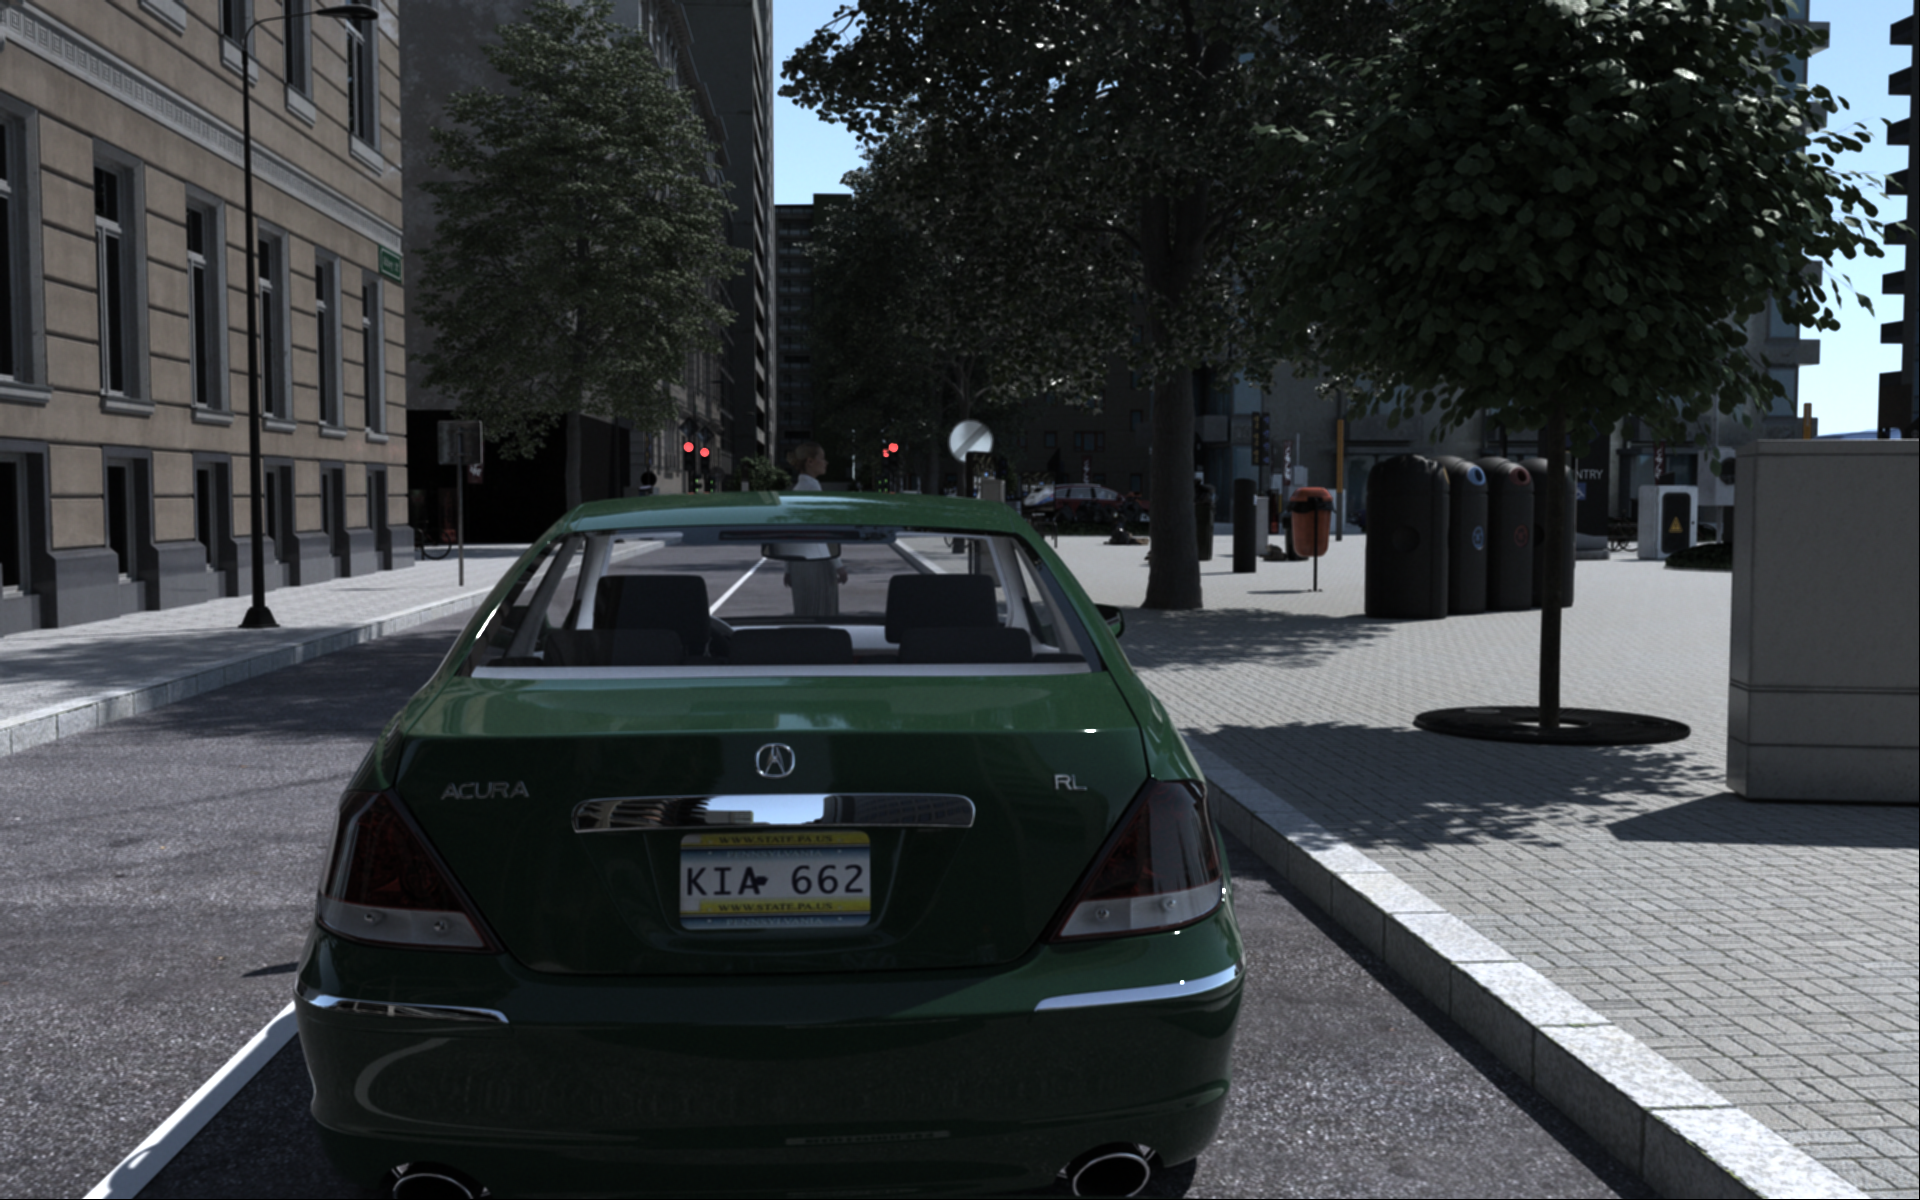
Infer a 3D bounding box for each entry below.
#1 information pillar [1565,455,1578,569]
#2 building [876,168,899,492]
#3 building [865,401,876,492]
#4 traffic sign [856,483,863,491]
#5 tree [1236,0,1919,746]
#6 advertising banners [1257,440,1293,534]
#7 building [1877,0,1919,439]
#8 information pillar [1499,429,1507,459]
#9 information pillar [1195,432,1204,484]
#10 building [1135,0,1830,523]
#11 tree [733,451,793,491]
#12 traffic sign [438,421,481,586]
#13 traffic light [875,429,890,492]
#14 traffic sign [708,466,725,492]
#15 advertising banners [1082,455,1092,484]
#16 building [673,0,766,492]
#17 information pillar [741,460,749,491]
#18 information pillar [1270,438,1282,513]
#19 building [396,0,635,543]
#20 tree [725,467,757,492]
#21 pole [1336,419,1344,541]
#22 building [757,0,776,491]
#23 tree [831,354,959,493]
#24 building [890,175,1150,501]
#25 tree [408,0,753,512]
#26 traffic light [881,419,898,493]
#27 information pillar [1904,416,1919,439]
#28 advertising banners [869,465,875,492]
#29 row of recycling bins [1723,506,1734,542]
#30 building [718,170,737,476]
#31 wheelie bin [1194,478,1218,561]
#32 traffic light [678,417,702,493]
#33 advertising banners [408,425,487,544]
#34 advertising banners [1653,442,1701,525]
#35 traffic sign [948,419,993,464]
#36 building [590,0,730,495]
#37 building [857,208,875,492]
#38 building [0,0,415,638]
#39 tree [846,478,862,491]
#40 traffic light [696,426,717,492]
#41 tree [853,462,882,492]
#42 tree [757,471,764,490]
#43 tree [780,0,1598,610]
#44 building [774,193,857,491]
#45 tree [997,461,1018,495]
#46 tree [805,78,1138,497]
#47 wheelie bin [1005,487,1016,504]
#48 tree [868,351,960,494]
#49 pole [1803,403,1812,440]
[{"bbox_3d":[10.374,-1.545,29.755,0.304,2.012,0.304,-1,4,-17],"label":"information pillar"},{"bbox_3d":[-0.646,-23.487,155.721,14.160,30.474,14.107,0,4,-4],"label":"building"},{"bbox_3d":[4.601,-20.397,178.531,27.650,21.520,28.899,0,4,-4],"label":"building"},{"bbox_3d":[-8.145,-8.635,141.290,0.768,2.556,0.104,0,4,-2],"label":"traffic sign"},{"bbox_3d":[3.285,-1.566,9.315,4.285,4.588,4.351,0,3,0],"label":"tree"},{"bbox_3d":[10.033,-3.622,55.407,2.074,3.025,0.090,-3,5,-43],"label":"advertising banners"},{"bbox_3d":[54.503,-26.358,81.061,14.200,45.320,14.600,0,4,-4],"label":"building"},{"bbox_3d":[12.814,-3.029,40.886,0.183,3.616,0.504,0,4,5],"label":"information pillar"},{"bbox_3d":[8.979,-4.512,65.126,0.183,3.616,0.504,3,5,40],"label":"information pillar"},{"bbox_3d":[23.813,-28.444,84.665,30.456,49.044,23.786,0,4,-4],"label":"building"},{"bbox_3d":[-15.377,-8.971,130.397,4.285,4.588,4.351,0,3,0],"label":"tree"},{"bbox_3d":[-6.969,-1.347,24.151,0.606,2.300,0.079,0,4,2],"label":"traffic sign"},{"bbox_3d":[-3.068,-5.050,71.484,0.839,4.253,0.868,0,4,-4],"label":"traffic light"},{"bbox_3d":[-11.166,-4.856,79.501,0.768,2.556,0.104,0,4,2],"label":"traffic sign"},{"bbox_3d":[5.086,-5.034,78.490,2.074,3.025,0.090,2,4,35],"label":"advertising banners"},{"bbox_3d":[-28.672,-32.501,155.088,21.300,48.544,21.600,0,4,-4],"label":"building"},{"bbox_3d":[-14.635,-7.746,117.996,0.504,3.616,0.183,0,4,3],"label":"information pillar"},{"bbox_3d":[13.086,-4.918,71.764,0.504,3.616,0.183,0,4,-1],"label":"information pillar"},{"bbox_3d":[-19.108,-11.309,52.353,16.811,18.784,16.820,0,4,-4],"label":"building"},{"bbox_3d":[-15.572,-7.785,121.889,1.663,3.219,1.824,0,3,0],"label":"tree"},{"bbox_3d":[10.396,-3.277,47.418,0.158,3.312,0.155,0,3,0],"label":"pole"},{"bbox_3d":[-32.909,-47.077,207.964,20.611,71.187,20.563,0,4,-4],"label":"building"},{"bbox_3d":[-3.473,-10.870,95.849,7.486,12.596,7.792,0,3,0],"label":"tree"},{"bbox_3d":[9.470,-16.653,117.311,27.650,21.520,28.899,0,4,-4],"label":"building"},{"bbox_3d":[-8.431,-7.420,39.440,7.486,12.596,7.792,0,3,0],"label":"tree"},{"bbox_3d":[-2.473,-4.563,63.521,0.839,4.253,0.868,0,4,-4],"label":"traffic light"},{"bbox_3d":[28.356,-3.683,51.575,0.183,3.616,0.504,-2,4,-32],"label":"information pillar"},{"bbox_3d":[-5.312,-6.526,102.887,0.090,3.025,2.074,-1,4,-16],"label":"advertising banners"},{"bbox_3d":[20.509,-2.197,43.035,1.069,1.692,3.534,-2,4,-26],"label":"row of recycling bins"},{"bbox_3d":[-24.535,-20.544,129.408,14.314,27.812,24.014,0,4,-4],"label":"building"},{"bbox_3d":[4.625,-1.571,33.589,0.693,1.594,0.980,1,4,15],"label":"wheelie bin"},{"bbox_3d":[-9.813,-4.528,62.959,0.839,4.253,0.868,0,4,-4],"label":"traffic light"},{"bbox_3d":[-13.076,-2.931,44.117,2.074,3.025,0.090,0,4,-5],"label":"advertising banners"},{"bbox_3d":[23.514,-3.713,56.889,0.090,3.025,2.074,-1,4,-22],"label":"advertising banners"},{"bbox_3d":[0.181,-1.806,29.631,0.768,2.556,0.104,0,4,-1],"label":"traffic sign"},{"bbox_3d":[-21.513,-19.451,105.416,14.401,28.519,23.554,0,4,-4],"label":"building"},{"bbox_3d":[-7.595,-33.935,238.430,14.086,41.232,14.154,0,4,-4],"label":"building"},{"bbox_3d":[-15.146,-14.299,19.694,13.634,28.700,20.117,0,4,-4],"label":"building"},{"bbox_3d":[-12.732,-13.105,208.864,1.663,3.219,1.824,0,3,0],"label":"tree"},{"bbox_3d":[-10.408,-5.015,70.922,0.839,4.253,0.868,0,4,-4],"label":"traffic light"},{"bbox_3d":[-6.738,-9.418,137.700,4.285,4.588,4.351,0,3,0],"label":"tree"},{"bbox_3d":[-15.040,-7.943,124.470,1.663,3.219,1.824,0,3,0],"label":"tree"},{"bbox_3d":[2.511,-6.876,19.082,9.857,13.997,8.962,0,3,0],"label":"tree"},{"bbox_3d":[-21.652,-33.880,237.526,14.086,41.232,14.154,0,4,-4],"label":"building"},{"bbox_3d":[2.498,-5.871,90.600,1.663,3.219,1.824,0,3,0],"label":"tree"},{"bbox_3d":[0.305,-6.293,37.306,7.601,10.594,8.767,-1,4,-16],"label":"tree"},{"bbox_3d":[2.862,-5.629,99.942,0.980,1.594,0.693,3,5,45],"label":"wheelie bin"},{"bbox_3d":[-2.569,-8.001,81.181,4.360,8.622,3.978,0,3,0],"label":"tree"},{"bbox_3d":[18.974,-2.753,38.861,0.158,3.312,0.155,0,3,0],"label":"pole"}]
